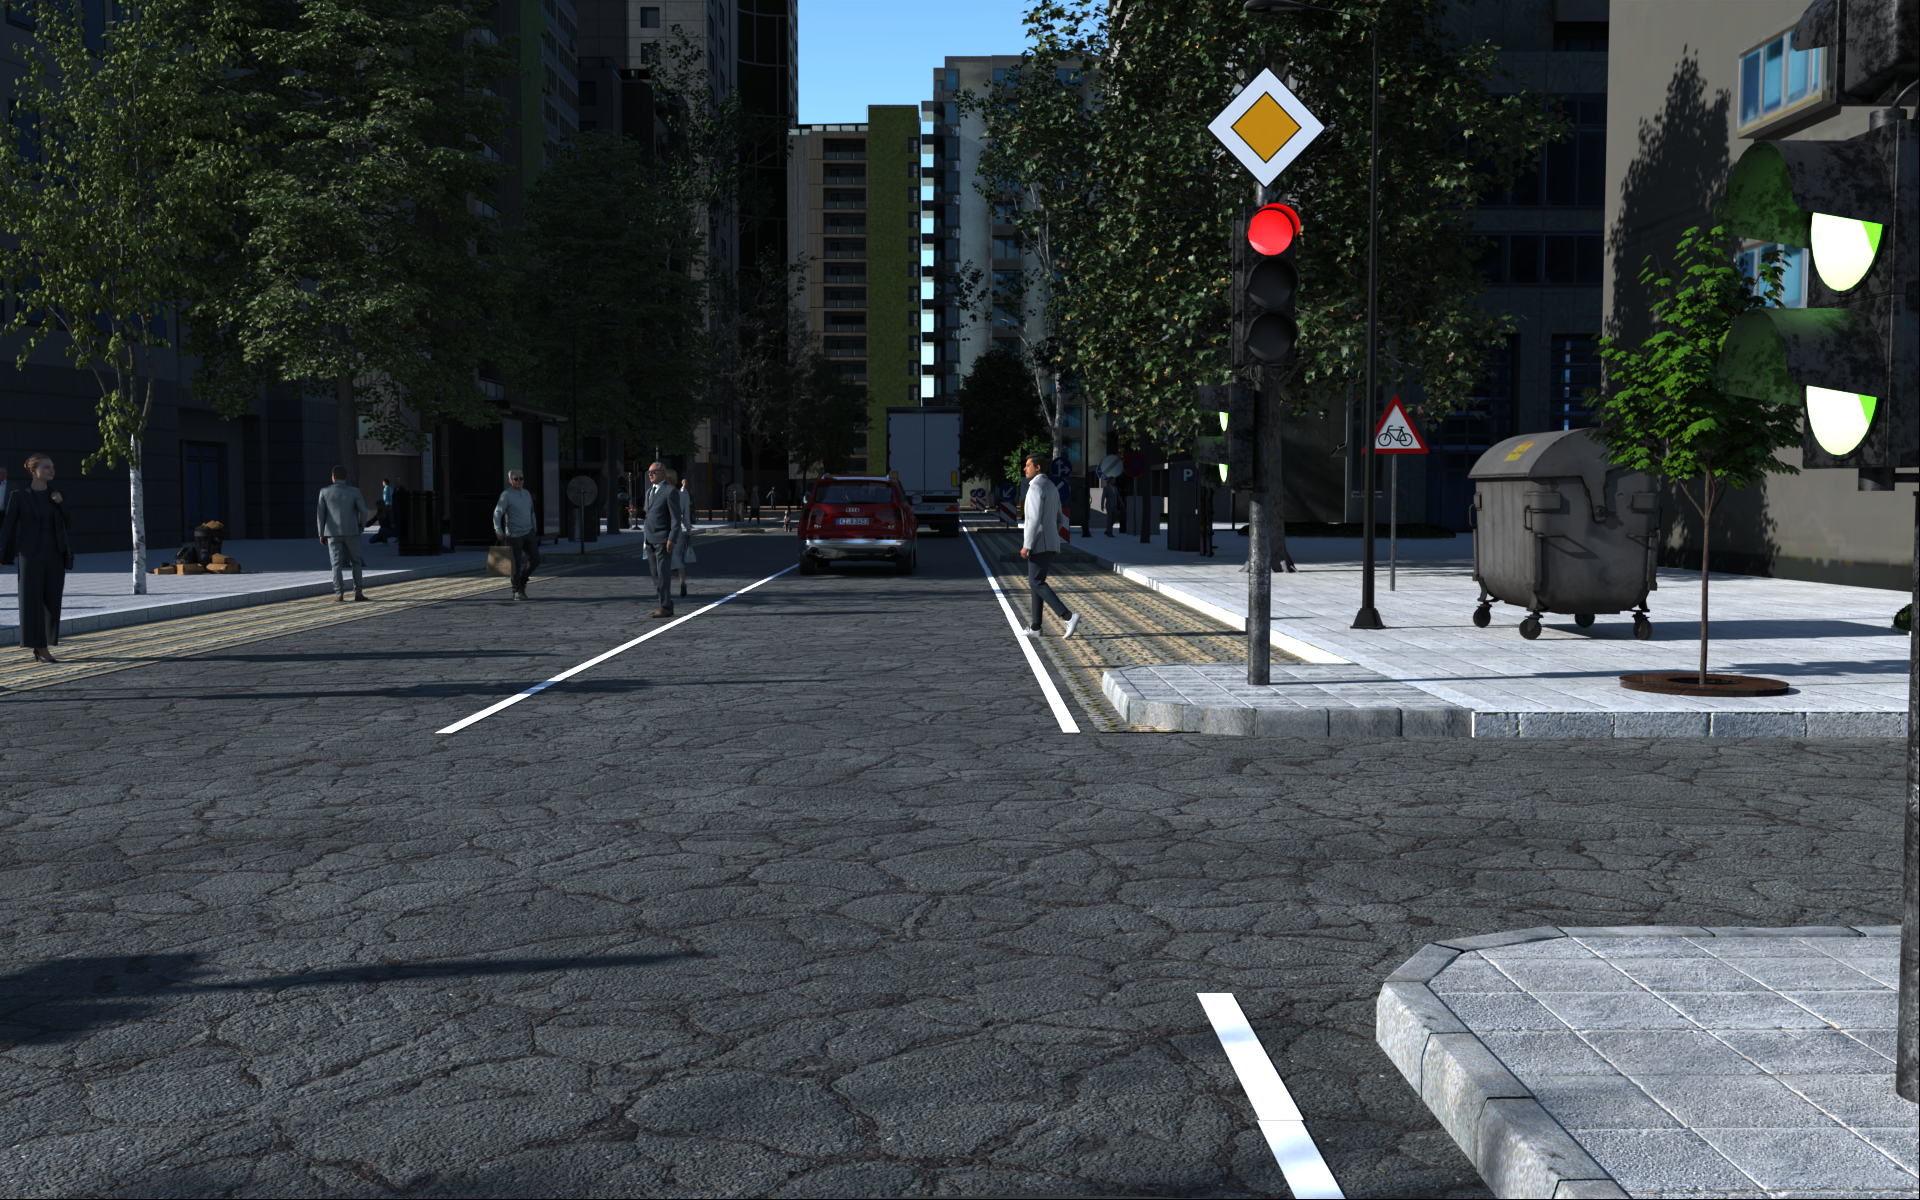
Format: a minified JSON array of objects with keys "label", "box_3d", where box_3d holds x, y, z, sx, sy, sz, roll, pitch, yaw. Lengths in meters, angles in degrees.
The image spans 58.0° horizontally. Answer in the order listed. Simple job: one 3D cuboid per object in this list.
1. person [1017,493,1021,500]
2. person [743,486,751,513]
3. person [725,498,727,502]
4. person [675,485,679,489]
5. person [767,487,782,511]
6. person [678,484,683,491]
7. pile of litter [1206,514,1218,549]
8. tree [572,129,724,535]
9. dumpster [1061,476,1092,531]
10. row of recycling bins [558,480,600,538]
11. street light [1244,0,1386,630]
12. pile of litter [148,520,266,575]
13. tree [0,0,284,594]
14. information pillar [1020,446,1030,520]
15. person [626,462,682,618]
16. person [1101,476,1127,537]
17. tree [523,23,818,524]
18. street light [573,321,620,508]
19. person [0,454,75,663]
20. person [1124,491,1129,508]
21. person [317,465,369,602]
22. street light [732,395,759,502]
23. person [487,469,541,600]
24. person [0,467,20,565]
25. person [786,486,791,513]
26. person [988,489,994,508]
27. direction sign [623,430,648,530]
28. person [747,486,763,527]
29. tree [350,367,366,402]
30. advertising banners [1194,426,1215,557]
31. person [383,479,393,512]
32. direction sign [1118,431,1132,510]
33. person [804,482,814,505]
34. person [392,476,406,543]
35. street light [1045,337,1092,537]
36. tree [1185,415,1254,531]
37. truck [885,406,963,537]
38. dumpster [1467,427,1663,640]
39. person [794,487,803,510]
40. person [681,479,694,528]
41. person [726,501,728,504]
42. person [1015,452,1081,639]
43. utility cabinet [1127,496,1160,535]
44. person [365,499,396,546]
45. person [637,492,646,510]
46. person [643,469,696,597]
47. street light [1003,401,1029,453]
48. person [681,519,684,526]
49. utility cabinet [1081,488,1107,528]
[{"label":"person","box_3d":[3.769,-5.676,99.570,1.217,1.735,0.721,3,5,40]},{"label":"person","box_3d":[-14.278,-6.644,114.761,0.705,1.812,1.348,3,5,43]},{"label":"person","box_3d":[-15.748,-6.698,118.808,1.065,1.426,0.557,2,4,26]},{"label":"person","box_3d":[-16.154,-5.671,98.749,0.705,1.826,1.348,0,4,-5]},{"label":"person","box_3d":[-14.504,-7.875,134.878,1.350,1.814,0.705,-2,4,-35]},{"label":"person","box_3d":[-14.567,-5.190,90.914,0.705,1.822,1.348,-1,4,-12]},{"label":"pile of litter","box_3d":[5.522,-1.664,41.170,1.176,0.858,1.719,0,3,0]},{"label":"tree","box_3d":[-11.473,-8.357,54.761,7.486,12.596,7.792,0,3,0]},{"label":"dumpster","box_3d":[3.723,-3.169,57.575,1.264,1.857,1.865,0,4,0]},{"label":"row of recycling bins","box_3d":[-11.651,-2.731,51.761,1.069,1.692,3.534,1,4,10]},{"label":"street light","box_3d":[3.360,-2.682,16.387,1.470,5.913,1.316,0,4,0]},{"label":"pile of litter","box_3d":[-12.164,-0.856,27.954,1.719,0.858,1.176,1,4,9]},{"label":"tree","box_3d":[-10.727,-4.372,21.844,4.737,8.622,4.395,0,3,0]},{"label":"information pillar","box_3d":[3.192,-5.717,84.822,0.504,3.616,0.183,-1,4,-15]},{"label":"person","box_3d":[-3.571,-0.707,20.243,0.661,1.801,0.590,3,5,43]},{"label":"person","box_3d":[4.540,-2.784,51.682,0.709,1.813,0.853,-3,5,-42]},{"label":"tree","box_3d":[-12.309,-13.260,72.698,12.611,20.169,13.585,0,3,0]},{"label":"street light","box_3d":[-9.810,-4.527,46.561,1.470,5.913,1.316,0,4,0]},{"label":"person","box_3d":[-7.837,-0.352,14.679,0.534,1.772,0.576,1,4,19]},{"label":"person","box_3d":[10.016,-6.057,105.602,0.750,1.759,0.617,2,4,35]},{"label":"person","box_3d":[-8.194,-0.882,23.016,0.635,1.810,0.391,-2,4,-25]},{"label":"street light","box_3d":[-10.158,-6.670,81.597,1.470,5.913,1.316,0,4,0]},{"label":"person","box_3d":[-6.035,-0.877,23.318,0.515,1.767,0.782,2,4,32]},{"label":"person","box_3d":[-17.224,-1.515,31.203,0.661,1.777,0.834,-2,4,-23]},{"label":"person","box_3d":[-11.652,-6.824,117.597,0.705,1.826,1.348,-1,4,-9]},{"label":"person","box_3d":[2.924,-9.400,160.400,0.551,1.740,0.621,-3,4,-37]},{"label":"direction sign","box_3d":[-11.559,-4.269,61.797,0.876,3.537,0.379,-2,4,-24]},{"label":"person","box_3d":[-9.020,-4.107,75.826,0.728,1.800,0.709,-2,4,-34]},{"label":"tree","box_3d":[-21.867,-6.521,56.979,4.737,8.622,4.395,0,3,0]},{"label":"advertising banners","box_3d":[5.049,-2.430,35.911,0.090,3.025,2.074,0,4,-2]},{"label":"person","box_3d":[-19.981,-3.342,60.710,0.620,1.820,0.660,0,4,-1]},{"label":"direction sign","box_3d":[6.038,-4.312,62.491,0.379,3.537,0.876,-3,5,-44]},{"label":"person","box_3d":[-4.514,-2.628,51.738,0.793,1.790,0.793,3,5,40]},{"label":"person","box_3d":[-14.842,-2.412,45.904,0.576,1.772,0.534,1,4,19]},{"label":"street light","box_3d":[3.216,-4.813,51.237,1.470,5.913,1.316,0,4,0]},{"label":"tree","box_3d":[9.515,-4.708,60.683,4.285,4.588,4.351,0,3,0]},{"label":"truck","box_3d":[-1.293,-4.408,60.977,2.839,4.237,11.283,0,4,-2]},{"label":"dumpster","box_3d":[5.524,-0.619,15.879,1.264,1.857,1.865,0,4,0]},{"label":"person","box_3d":[-13.135,-8.285,141.496,0.705,1.826,1.348,3,5,39]},{"label":"person","box_3d":[-10.489,-3.659,65.751,0.818,1.842,0.514,-1,4,-19]},{"label":"person","box_3d":[-12.361,-5.113,92.864,0.599,1.433,0.991,0,4,6]},{"label":"person","box_3d":[0.879,-0.539,17.161,0.795,1.843,0.661,2,4,27]},{"label":"utility cabinet","box_3d":[5.772,-2.653,54.543,1.020,1.237,0.306,0,3,0]},{"label":"person","box_3d":[-14.256,-1.910,42.766,1.012,1.151,0.738,2,4,26]},{"label":"person","box_3d":[-18.251,-5.529,99.672,0.697,1.427,0.421,0,4,4]},{"label":"person","box_3d":[-4.059,-0.940,24.217,0.694,1.780,0.624,-1,4,-22]},{"label":"street light","box_3d":[2.838,-6.945,86.085,1.470,5.913,1.316,0,4,0]},{"label":"person","box_3d":[-11.117,-3.612,69.776,0.332,1.250,0.352,0,4,4]},{"label":"utility cabinet","box_3d":[5.148,-3.446,65.022,1.173,1.500,0.318,1,4,13]}]
